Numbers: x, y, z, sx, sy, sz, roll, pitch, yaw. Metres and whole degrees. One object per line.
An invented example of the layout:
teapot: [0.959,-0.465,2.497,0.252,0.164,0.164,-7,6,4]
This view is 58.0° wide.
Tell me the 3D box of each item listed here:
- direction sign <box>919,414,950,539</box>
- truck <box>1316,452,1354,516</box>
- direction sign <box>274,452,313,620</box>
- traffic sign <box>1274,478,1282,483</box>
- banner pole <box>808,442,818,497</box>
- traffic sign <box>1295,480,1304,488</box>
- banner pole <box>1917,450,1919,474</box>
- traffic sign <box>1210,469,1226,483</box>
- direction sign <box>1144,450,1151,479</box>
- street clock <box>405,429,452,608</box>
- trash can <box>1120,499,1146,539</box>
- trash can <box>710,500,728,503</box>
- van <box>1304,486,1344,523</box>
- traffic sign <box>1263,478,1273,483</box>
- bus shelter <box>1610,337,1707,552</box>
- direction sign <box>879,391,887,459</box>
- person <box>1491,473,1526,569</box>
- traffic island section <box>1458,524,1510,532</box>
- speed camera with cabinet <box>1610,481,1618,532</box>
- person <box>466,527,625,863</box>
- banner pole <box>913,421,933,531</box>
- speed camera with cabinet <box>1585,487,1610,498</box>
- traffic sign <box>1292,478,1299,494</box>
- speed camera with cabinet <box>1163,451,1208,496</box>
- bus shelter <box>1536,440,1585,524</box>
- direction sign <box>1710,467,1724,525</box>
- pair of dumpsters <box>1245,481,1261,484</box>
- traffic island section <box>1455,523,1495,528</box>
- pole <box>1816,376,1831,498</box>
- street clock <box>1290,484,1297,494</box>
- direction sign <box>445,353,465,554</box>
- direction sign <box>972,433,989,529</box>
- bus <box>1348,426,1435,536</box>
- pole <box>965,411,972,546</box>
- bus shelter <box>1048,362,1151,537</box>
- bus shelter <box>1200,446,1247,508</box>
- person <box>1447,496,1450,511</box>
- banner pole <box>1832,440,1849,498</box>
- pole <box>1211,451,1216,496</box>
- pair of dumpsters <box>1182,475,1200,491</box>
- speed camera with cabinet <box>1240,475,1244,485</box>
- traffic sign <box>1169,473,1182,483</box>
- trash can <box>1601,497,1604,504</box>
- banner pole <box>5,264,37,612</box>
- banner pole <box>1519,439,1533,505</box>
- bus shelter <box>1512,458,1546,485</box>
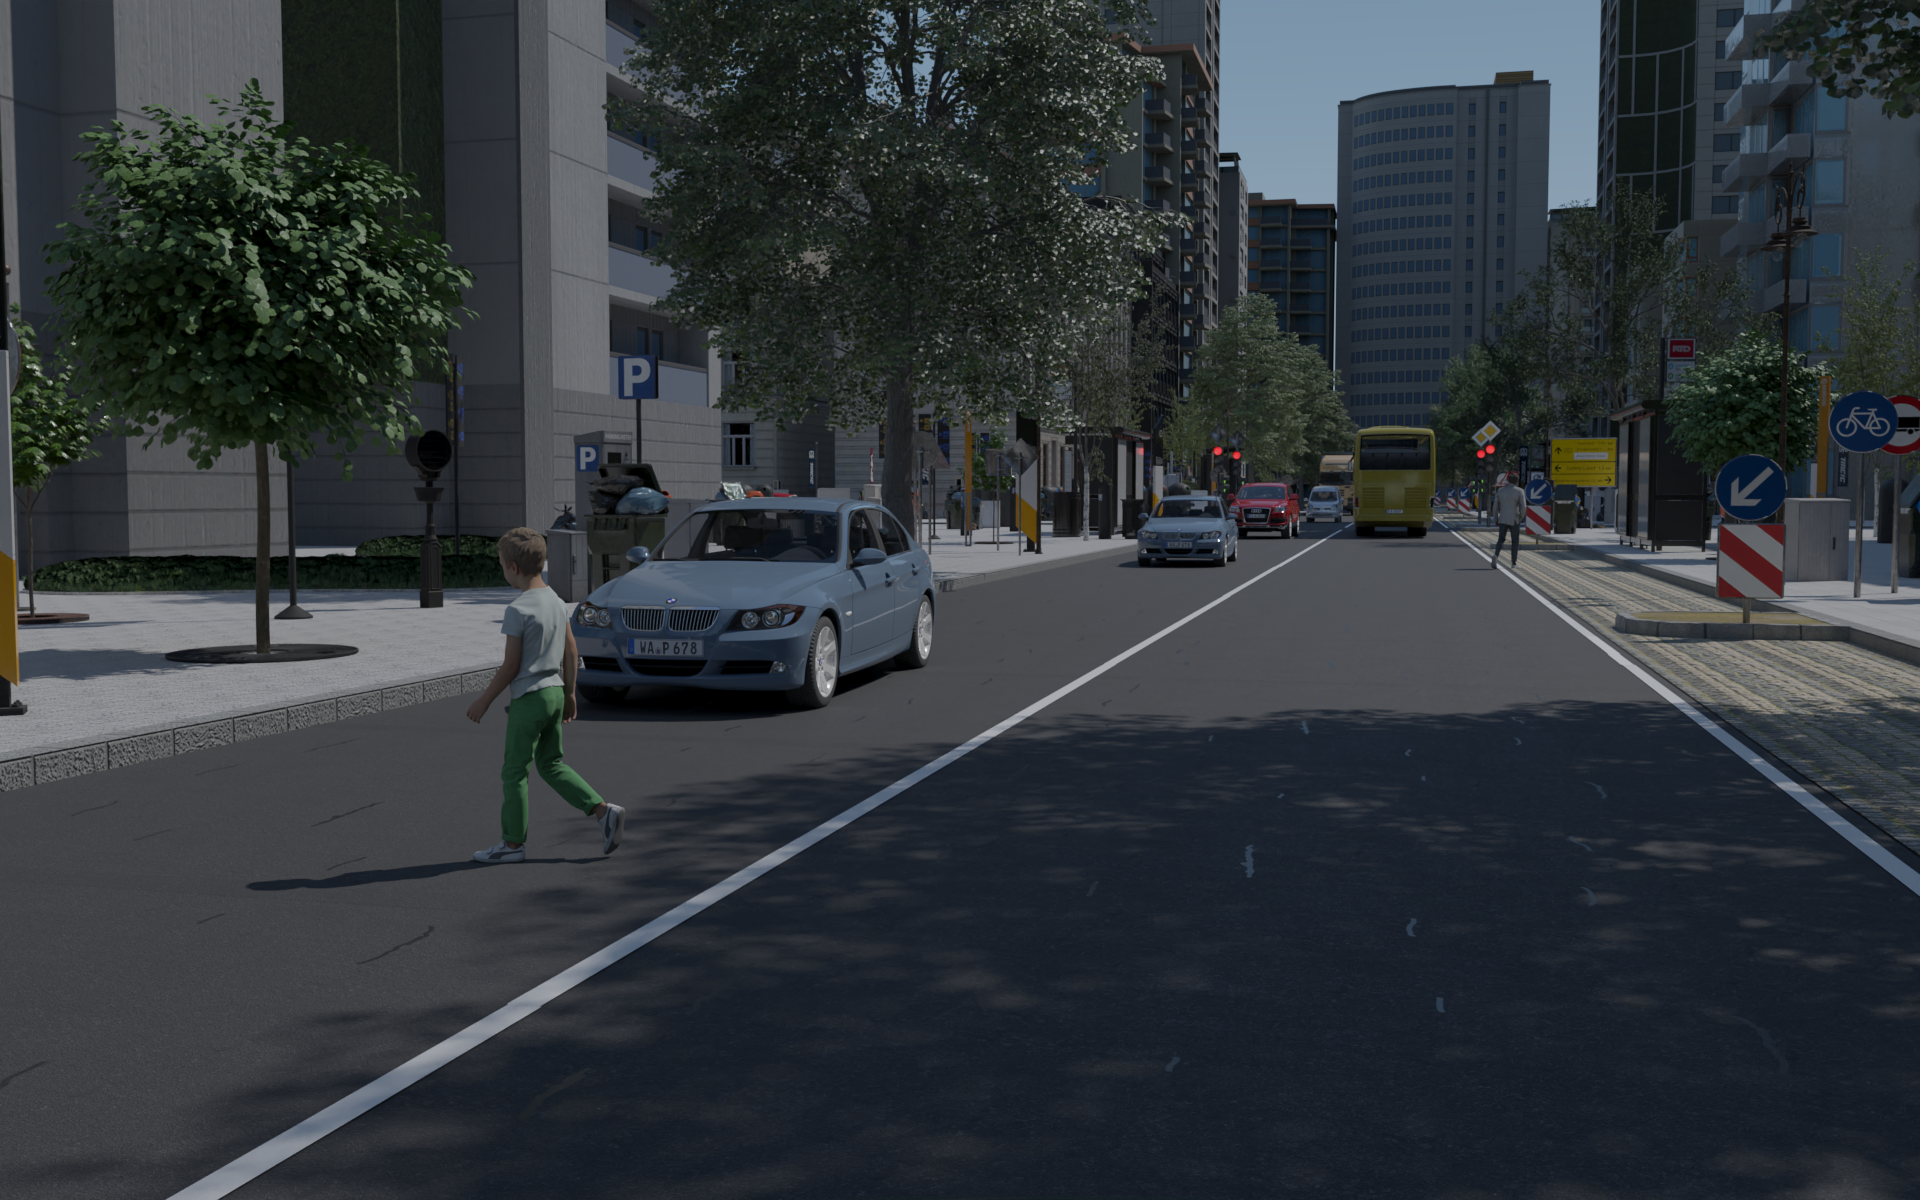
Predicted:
direction sign: [-0.729,-3.487,49.004,0.876,3.537,0.379,0,4,0]
truck: [26.036,-7.899,118.054,2.839,4.237,11.283,1,4,16]
direction sign: [-6.872,-1.575,17.754,0.379,3.537,0.876,1,4,10]
traffic sign: [25.340,-8.414,137.671,0.768,2.556,0.104,2,4,23]
banner pole: [-7.060,-5.723,83.591,0.401,3.779,0.863,2,4,31]
traffic sign: [27.291,-8.454,139.410,0.795,2.450,0.064,1,4,18]
banner pole: [39.901,-5.011,71.949,0.863,3.779,0.401,-2,4,-32]
traffic sign: [11.963,-4.907,80.337,0.768,2.556,0.104,1,4,21]
direction sign: [9.469,-5.984,89.829,0.876,3.537,0.379,2,4,27]
street clock: [-5.972,-0.914,19.515,0.358,2.002,0.471,3,5,40]
trash can: [4.914,-2.299,49.244,0.748,1.137,0.748,0,3,0]
trash can: [-5.848,-1.927,43.153,0.748,1.137,0.748,0,3,0]
van: [18.624,-4.980,88.438,2.013,2.044,4.112,1,4,15]
traffic sign: [24.786,-8.524,139.474,0.768,2.556,0.104,1,4,16]
bus shelter: [17.188,-3.955,42.288,2.179,5.291,8.768,1,4,14]
direction sign: [-1.481,-2.806,37.868,0.379,3.537,0.876,-3,5,-42]
person: [10.497,-1.516,33.139,0.661,1.843,0.795,3,5,41]
traffic island section: [20.248,-2.691,66.284,2.009,0.180,2.903,1,4,14]
speed camera with cabinet: [22.396,-3.847,57.234,0.660,3.252,2.038,0,4,-6]
person: [-1.611,0.368,6.739,0.590,1.304,0.306,0,4,0]
banner pole: [-1.332,-4.246,59.435,0.863,3.779,0.401,0,4,-2]
speed camera with cabinet: [36.456,-6.483,100.338,2.038,3.252,0.660,0,4,-3]
traffic sign: [27.387,-8.614,140.940,0.768,2.556,0.104,1,4,22]
speed camera with cabinet: [10.472,-5.280,80.662,2.038,3.252,0.660,0,4,-7]
bus shelter: [26.890,-5.277,77.555,1.731,3.624,6.357,1,4,14]
direction sign: [32.090,-4.942,72.804,0.876,3.537,0.379,3,4,39]
pair of dumpsters: [20.890,-7.389,123.302,1.574,2.255,4.437,1,4,14]
traffic island section: [22.227,-3.165,74.021,2.009,0.180,2.903,1,4,14]
pole: [14.964,-2.214,30.044,0.158,3.312,0.155,0,3,0]
street clock: [23.856,-7.295,123.840,0.471,2.002,0.358,-2,4,-28]
direction sign: [-8.213,-2.216,28.222,0.379,3.537,0.876,0,4,1]
direction sign: [0.665,-4.393,63.820,0.876,3.537,0.379,-1,4,-23]
bus: [15.322,-4.293,61.739,2.896,3.916,12.252,1,4,12]
pole: [0.201,-2.967,42.360,0.158,3.312,0.155,0,3,0]
bus shelter: [4.383,-4.743,55.187,2.179,5.291,8.768,1,4,14]
bus shelter: [13.294,-5.860,87.097,1.731,3.624,6.357,1,4,14]
person: [41.916,-8.540,148.816,0.721,1.739,1.217,1,4,11]
banner pole: [35.998,-4.948,70.919,0.863,3.779,0.401,0,4,-7]
pole: [12.096,-5.426,82.550,0.158,3.312,0.155,0,3,0]
pair of dumpsters: [11.016,-5.141,86.546,1.574,2.255,4.437,1,4,14]
speed camera with cabinet: [18.724,-7.327,114.125,2.038,3.252,0.660,-3,5,-43]
traffic sign: [10.256,-4.921,82.581,0.606,2.300,0.079,1,4,22]
trash can: [34.131,-4.964,92.813,0.748,1.137,0.748,0,3,0]
banner pole: [-10.518,-1.781,19.131,0.401,3.779,0.863,-2,4,-35]
banner pole: [25.819,-5.441,78.978,0.863,3.779,0.401,-1,4,-20]
bus shelter: [32.659,-6.410,98.728,2.014,3.302,5.546,1,4,14]
